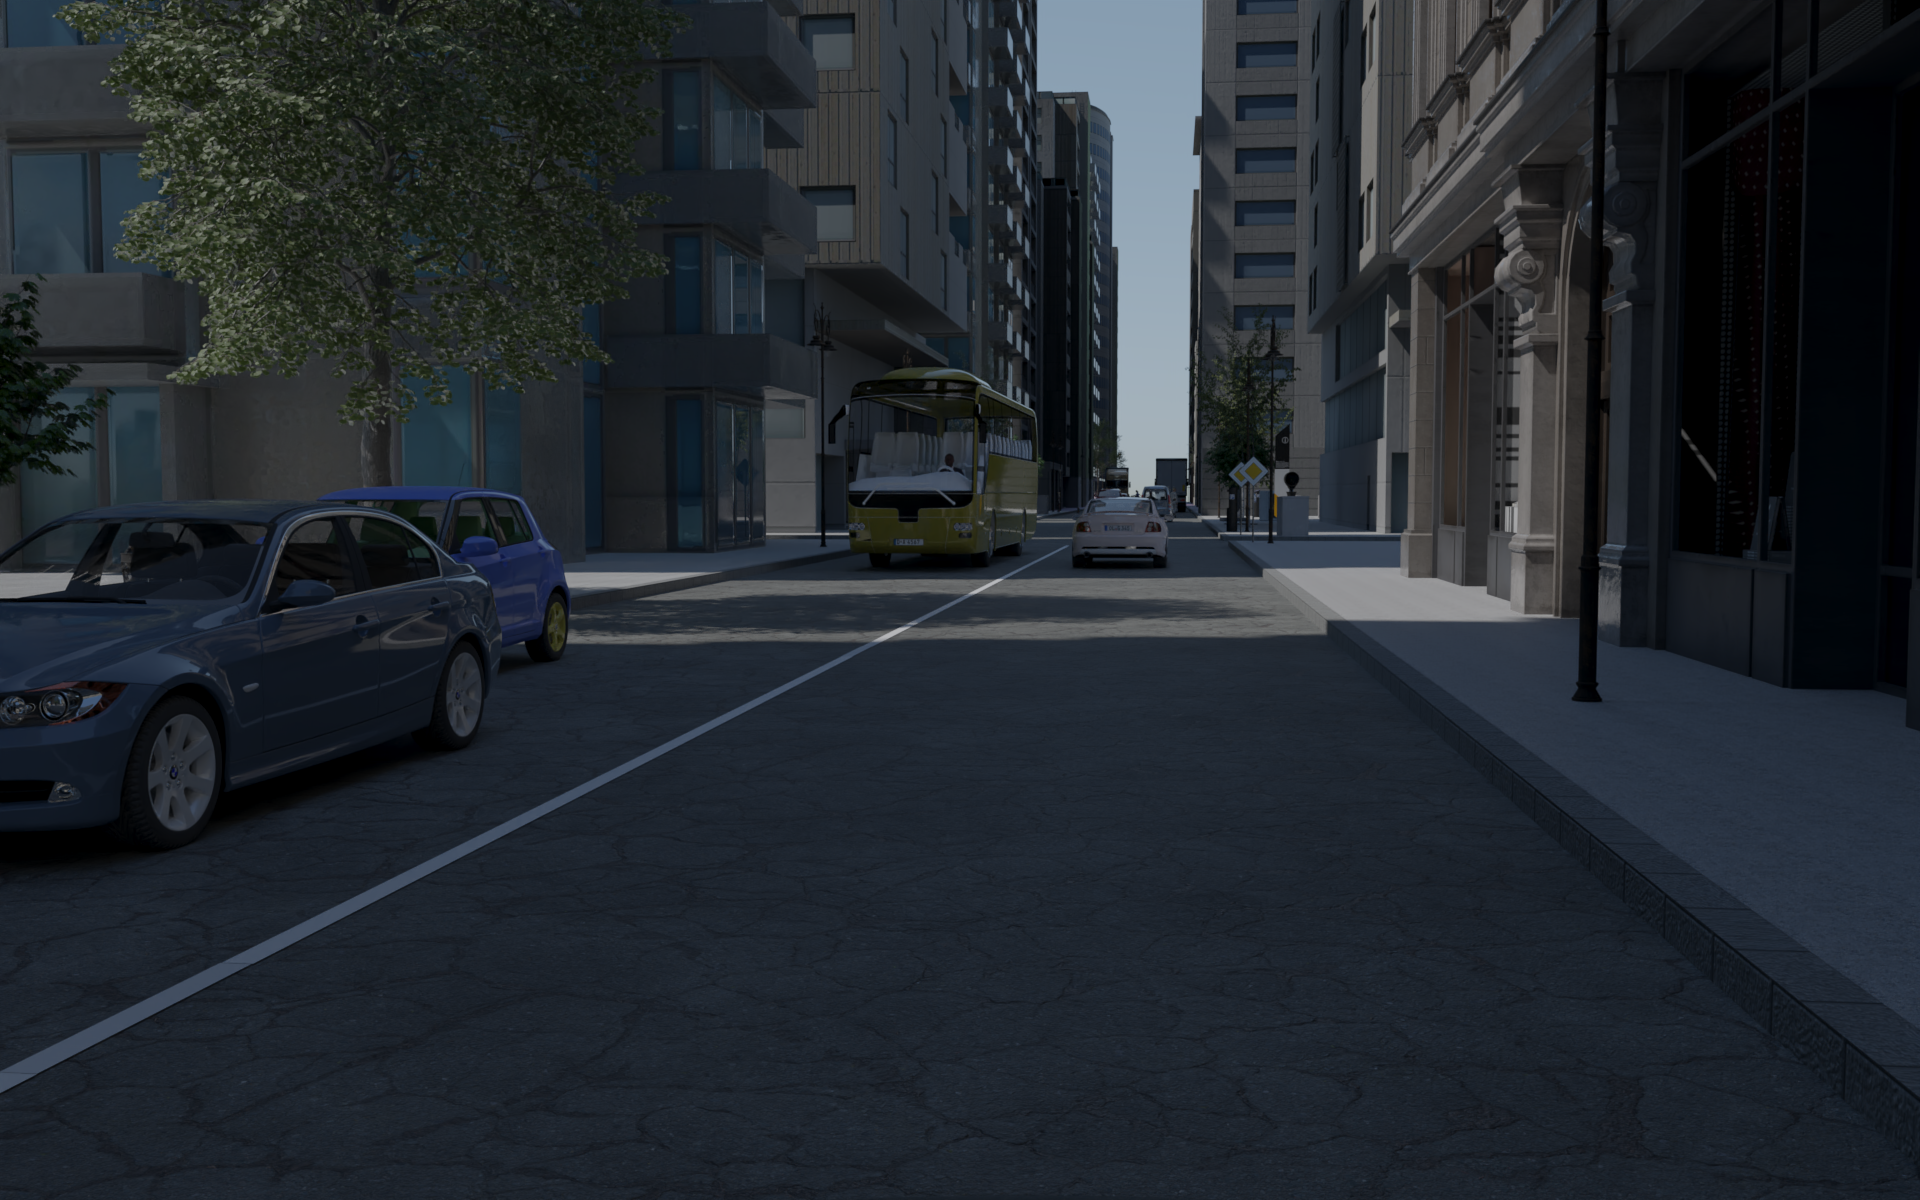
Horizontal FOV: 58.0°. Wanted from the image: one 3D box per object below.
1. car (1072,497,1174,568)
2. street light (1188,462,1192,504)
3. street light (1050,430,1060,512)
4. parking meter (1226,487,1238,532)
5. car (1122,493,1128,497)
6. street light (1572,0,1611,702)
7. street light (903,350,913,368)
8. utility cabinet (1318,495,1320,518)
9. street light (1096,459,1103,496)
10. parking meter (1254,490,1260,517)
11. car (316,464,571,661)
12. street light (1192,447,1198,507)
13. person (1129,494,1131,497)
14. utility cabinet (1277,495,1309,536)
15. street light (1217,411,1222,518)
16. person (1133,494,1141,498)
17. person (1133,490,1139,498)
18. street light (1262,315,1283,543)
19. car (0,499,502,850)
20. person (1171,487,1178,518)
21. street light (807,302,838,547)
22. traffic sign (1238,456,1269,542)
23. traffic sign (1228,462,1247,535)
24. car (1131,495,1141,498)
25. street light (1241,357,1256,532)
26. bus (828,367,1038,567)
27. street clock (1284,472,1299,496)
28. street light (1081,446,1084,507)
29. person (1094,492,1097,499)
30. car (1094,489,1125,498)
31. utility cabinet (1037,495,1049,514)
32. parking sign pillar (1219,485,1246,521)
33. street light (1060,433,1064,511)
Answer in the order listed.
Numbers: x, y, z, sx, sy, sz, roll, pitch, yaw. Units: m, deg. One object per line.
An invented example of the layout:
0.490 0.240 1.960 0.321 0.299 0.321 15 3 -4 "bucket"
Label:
3.279 -1.390 35.083 2.083 1.381 4.827 0 4 7 "car"
27.484 -14.144 204.036 0.468 5.910 1.993 0 4 7 "street light"
6.718 -9.293 124.735 0.468 5.910 1.993 0 4 7 "street light"
9.266 -3.093 58.979 0.372 1.533 0.369 0 3 0 "parking meter"
13.270 -8.287 144.525 2.155 1.783 4.494 1 4 8 "car"
3.891 -2.311 10.571 0.468 5.910 1.993 0 4 7 "street light"
-1.659 -5.054 55.422 0.468 5.910 1.993 0 4 7 "street light"
19.731 -4.997 92.869 1.020 1.237 0.306 0 4 3 "utility cabinet"
15.914 -13.897 199.997 0.468 5.910 1.993 0 4 7 "street light"
16.416 -5.345 95.795 0.372 1.533 0.369 0 3 0 "parking meter"
-4.424 -0.249 13.669 1.945 1.707 3.694 0 4 7 "car"
23.258 -12.047 169.755 0.468 5.910 1.993 0 4 7 "street light"
25.975 -15.526 265.573 0.991 1.433 0.599 -2 4 -28 "person"
10.215 -2.570 53.186 1.020 1.237 0.306 -2 4 -26 "utility cabinet"
13.983 -7.371 93.310 0.468 5.910 1.993 0 4 7 "street light"
22.196 -12.701 216.175 1.348 1.822 0.705 1 4 21 "person"
17.625 -10.109 173.644 0.599 1.838 0.709 0 4 -5 "person"
8.077 -4.408 44.856 0.468 5.910 1.993 0 4 7 "street light"
-3.795 0.209 8.578 2.014 1.417 4.499 0 4 8 "car"
12.881 -5.865 104.277 0.514 1.842 0.818 2 4 32 "person"
-3.317 -4.225 41.861 0.468 5.910 1.993 0 4 7 "street light"
7.794 -2.593 46.041 0.795 2.450 0.064 0 4 7 "traffic sign"
8.756 -3.078 53.968 0.795 2.450 0.064 0 4 7 "traffic sign"
28.614 -16.546 283.114 1.945 1.354 3.894 1 4 9 "car"
9.741 -5.249 58.605 0.468 5.910 1.993 0 4 7 "street light"
-0.137 -2.795 37.242 2.896 3.916 12.252 0 4 8 "bus"
10.744 -3.156 56.165 0.471 2.002 0.358 0 4 0 "street clock"
11.701 -11.800 165.715 0.468 5.910 1.993 0 4 7 "street light"
16.442 -12.239 209.282 0.551 1.740 0.621 -1 4 -21 "person"
10.966 -7.224 126.777 2.281 1.827 5.304 0 4 7 "car"
5.113 -6.043 109.965 1.020 1.237 0.306 2 4 25 "utility cabinet"
12.978 -5.699 81.644 1.447 3.967 1.447 1 4 18 "parking sign pillar"
7.616 -9.702 131.417 0.468 5.910 1.993 0 4 7 "street light"
